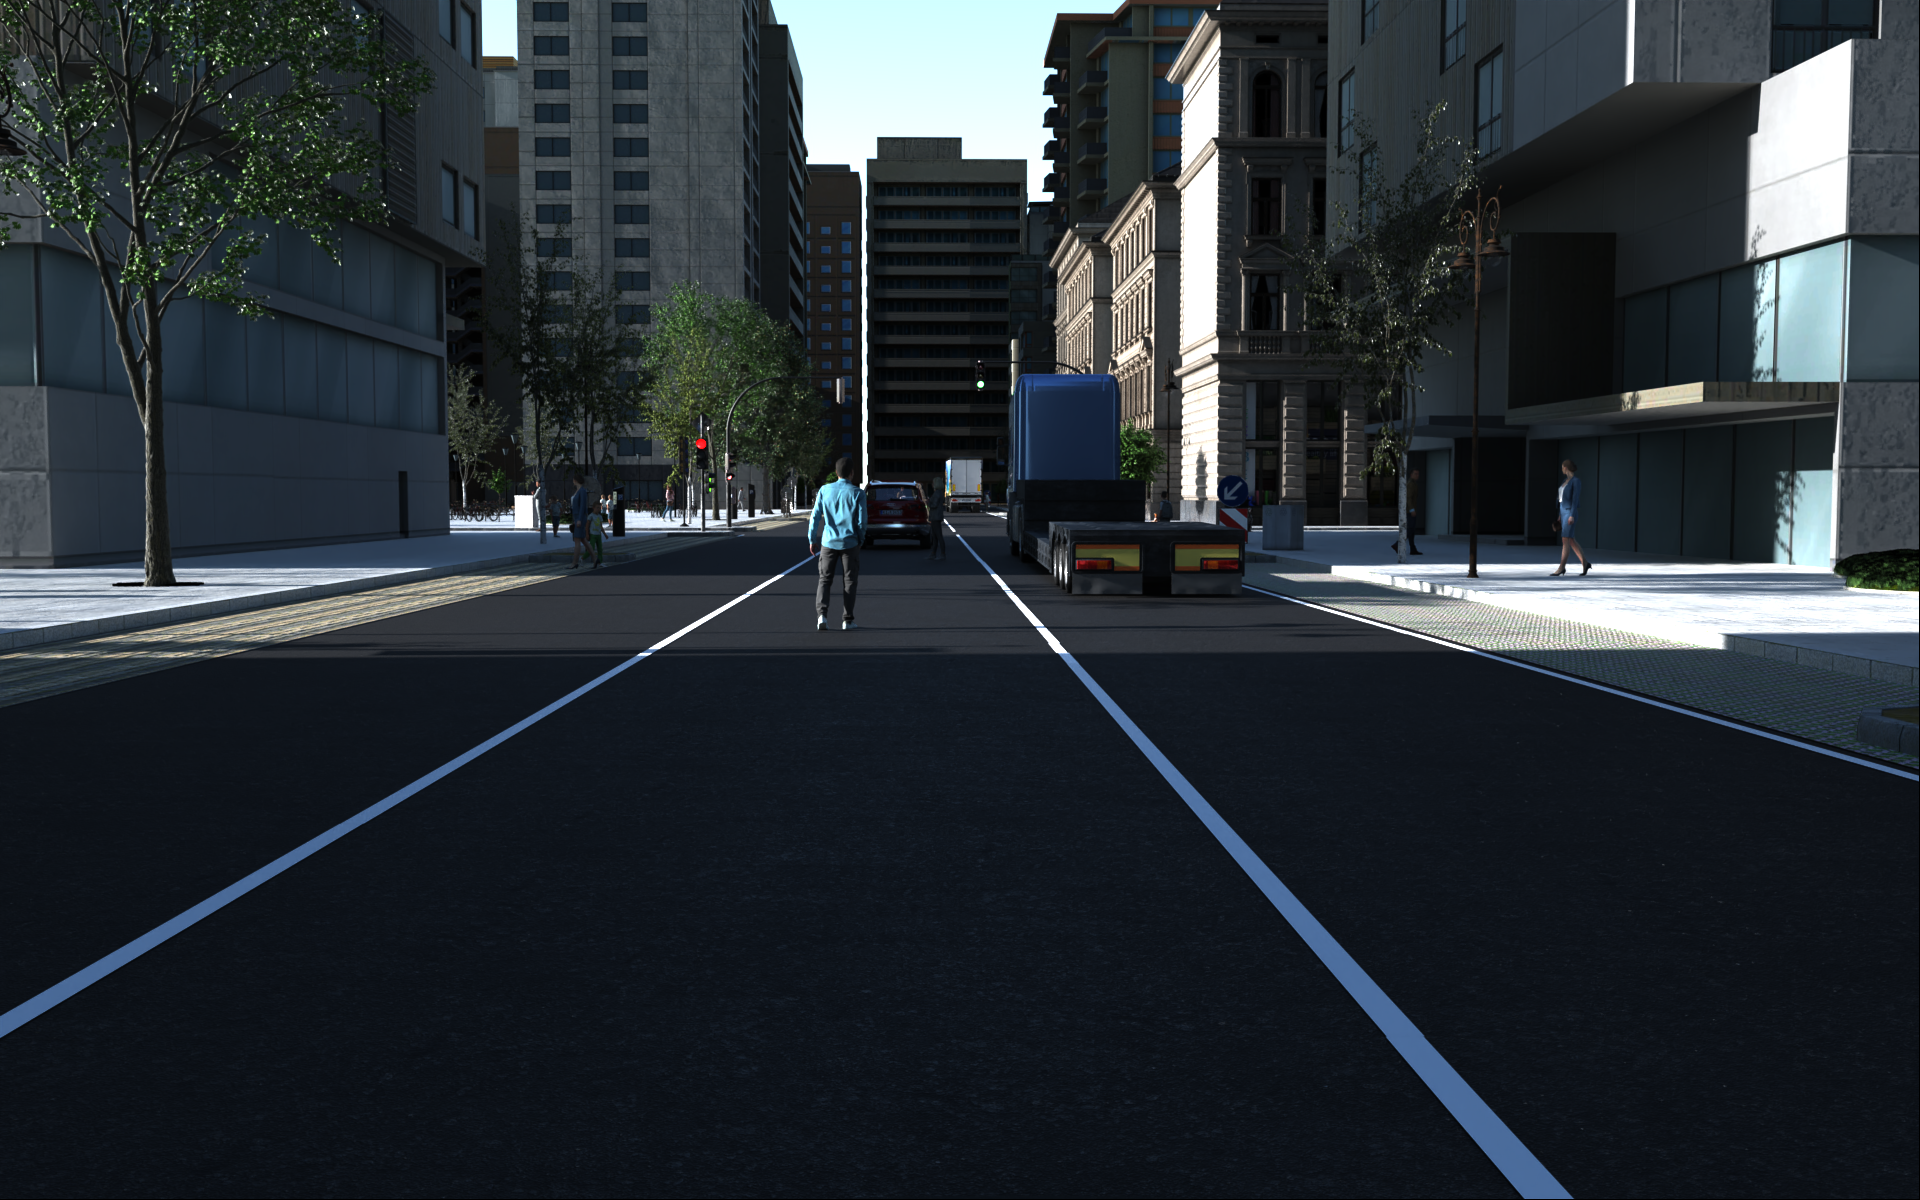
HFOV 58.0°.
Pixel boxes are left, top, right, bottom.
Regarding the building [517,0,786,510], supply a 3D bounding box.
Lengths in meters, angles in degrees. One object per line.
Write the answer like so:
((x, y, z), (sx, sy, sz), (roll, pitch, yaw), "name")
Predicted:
((-25.995, -43.608, 151.248), (20.563, 71.187, 20.611), (0, 4, -1), "building")

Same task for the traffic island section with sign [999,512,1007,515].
((3.717, -6.751, 119.008), (1.989, 1.847, 2.006), (0, 4, -1), "traffic island section with sign")

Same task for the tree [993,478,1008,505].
((4.741, -12.827, 204.328), (1.663, 3.219, 1.824), (0, 3, 0), "tree")

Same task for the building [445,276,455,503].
((-71.495, -30.977, 198.355), (23.993, 40.220, 32.217), (0, 4, -1), "building")

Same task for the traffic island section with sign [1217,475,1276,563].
((5.557, -1.725, 36.825), (1.989, 1.847, 2.006), (0, 4, -1), "traffic island section with sign")

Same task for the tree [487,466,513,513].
((-31.765, -7.674, 120.070), (1.663, 3.219, 1.824), (0, 3, 0), "tree")

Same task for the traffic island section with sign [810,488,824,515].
((-9.828, -6.787, 119.598), (1.989, 1.847, 2.006), (0, 4, -1), "traffic island section with sign")

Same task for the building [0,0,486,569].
((-28.055, -27.668, 41.606), (27.495, 52.752, 28.713), (0, 4, -1), "building")

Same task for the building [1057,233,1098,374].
((12.328, -15.186, 112.922), (10.561, 19.102, 19.286), (0, 4, -1), "building")

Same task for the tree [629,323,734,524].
((-11.829, -7.563, 74.010), (4.737, 8.622, 4.395), (0, 3, 0), "tree")

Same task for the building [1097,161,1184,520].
((13.784, -13.969, 93.016), (10.561, 19.102, 19.286), (0, 4, -1), "building")

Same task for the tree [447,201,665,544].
((-10.520, -5.752, 44.413), (4.360, 8.622, 3.978), (0, 3, 0), "tree")

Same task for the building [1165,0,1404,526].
((19.369, -14.968, 73.598), (19.941, 23.489, 11.050), (0, 4, -1), "building")

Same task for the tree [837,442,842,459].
((-14.872, -14.668, 190.186), (4.360, 8.622, 3.978), (0, 3, 0), "tree")

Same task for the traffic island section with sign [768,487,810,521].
((-9.219, -5.139, 92.650), (1.989, 1.847, 2.006), (0, 4, -1), "traffic island section with sign")

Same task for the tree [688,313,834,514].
((-12.348, -11.775, 109.536), (9.611, 12.733, 9.660), (0, 3, 0), "tree")

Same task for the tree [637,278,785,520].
((-12.095, -9.704, 84.409), (9.928, 11.665, 9.643), (0, 3, 0), "tree")

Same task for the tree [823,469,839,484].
((-15.655, -14.393, 219.035), (4.285, 4.588, 4.351), (0, 3, 0), "tree")

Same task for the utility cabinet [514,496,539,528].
((-16.576, -3.370, 66.269), (1.020, 1.237, 0.306), (2, 4, 34), "utility cabinet")

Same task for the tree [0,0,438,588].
((-11.334, -5.994, 23.763), (9.928, 11.665, 9.643), (0, 3, 0), "tree")

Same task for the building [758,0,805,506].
((-26.963, -33.596, 172.989), (21.300, 48.544, 21.600), (0, 4, -1), "building")

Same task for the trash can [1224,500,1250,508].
((7.176, -2.039, 44.985), (0.748, 1.137, 0.748), (0, 3, 0), "trash can")

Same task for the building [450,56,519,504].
((-70.611, -42.475, 236.466), (28.212, 58.520, 21.231), (0, 4, -1), "building")

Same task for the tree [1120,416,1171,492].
((7.237, -5.460, 72.988), (4.285, 4.588, 4.351), (0, 3, 0), "tree")

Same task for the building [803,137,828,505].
((-30.684, -33.583, 203.700), (28.867, 44.769, 22.147), (0, 4, -1), "building")

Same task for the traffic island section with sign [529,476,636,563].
((-7.975, -1.725, 36.829), (1.989, 1.847, 2.006), (0, 4, -1), "traffic island section with sign")

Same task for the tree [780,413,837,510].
((-12.849, -11.393, 136.644), (4.360, 8.622, 3.978), (0, 3, 0), "tree")

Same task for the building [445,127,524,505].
((-52.593, -34.065, 207.077), (14.200, 45.320, 14.600), (0, 4, -1), "building")

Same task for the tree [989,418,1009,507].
((4.767, -13.223, 166.555), (4.360, 8.622, 3.978), (0, 3, 0), "tree")

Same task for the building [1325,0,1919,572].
((25.200, -27.626, 40.928), (28.713, 52.752, 27.495), (0, 4, -1), "building")

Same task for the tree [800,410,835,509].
((-12.769, -11.957, 145.856), (4.737, 8.622, 4.395), (0, 3, 0), "tree")

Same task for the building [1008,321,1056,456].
((19.815, -20.982, 188.091), (27.650, 21.520, 28.899), (0, 4, -1), "building")

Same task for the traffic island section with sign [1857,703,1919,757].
((6.177, -0.055, 9.535), (1.989, 1.847, 2.006), (0, 4, -1), "traffic island section with sign")

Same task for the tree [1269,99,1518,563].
((7.960, -4.988, 31.911), (4.360, 8.622, 3.978), (0, 3, 0), "tree")

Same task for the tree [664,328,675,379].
((-11.306, -6.380, 54.682), (4.360, 8.622, 3.978), (0, 3, 0), "tree")

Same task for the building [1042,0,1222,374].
((18.955, -30.820, 158.526), (22.147, 44.769, 28.867), (0, 4, -1), "building")

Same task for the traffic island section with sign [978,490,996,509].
((2.560, -9.891, 170.351), (1.989, 1.847, 2.006), (0, 4, -1), "traffic island section with sign")

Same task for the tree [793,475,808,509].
((-14.265, -9.767, 154.294), (1.663, 3.219, 1.824), (0, 3, 0), "tree")

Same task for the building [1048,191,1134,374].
((12.984, -18.592, 132.853), (11.050, 23.489, 19.941), (0, 4, -1), "building")

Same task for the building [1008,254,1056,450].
((12.788, -26.791, 209.727), (14.160, 30.474, 14.107), (0, 4, -1), "building")
